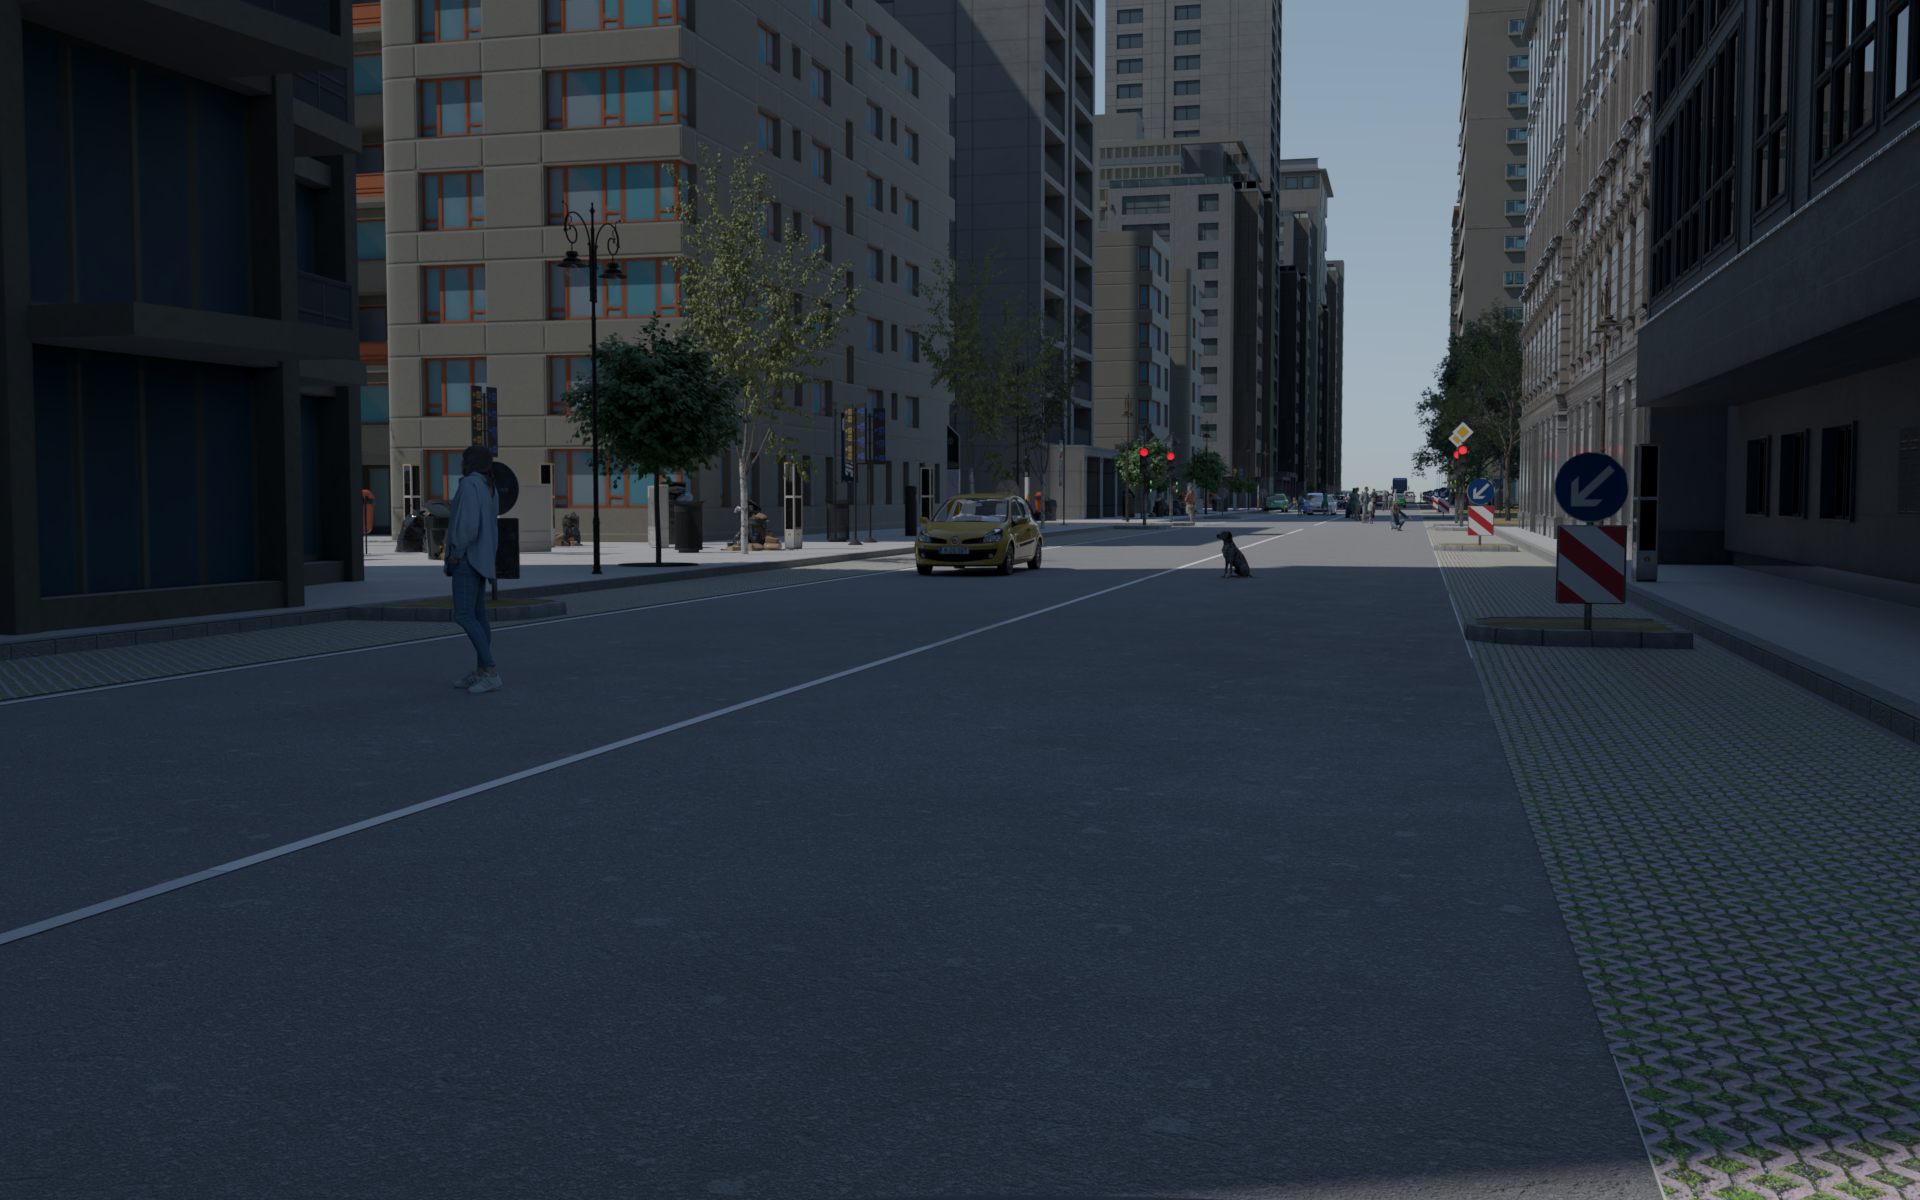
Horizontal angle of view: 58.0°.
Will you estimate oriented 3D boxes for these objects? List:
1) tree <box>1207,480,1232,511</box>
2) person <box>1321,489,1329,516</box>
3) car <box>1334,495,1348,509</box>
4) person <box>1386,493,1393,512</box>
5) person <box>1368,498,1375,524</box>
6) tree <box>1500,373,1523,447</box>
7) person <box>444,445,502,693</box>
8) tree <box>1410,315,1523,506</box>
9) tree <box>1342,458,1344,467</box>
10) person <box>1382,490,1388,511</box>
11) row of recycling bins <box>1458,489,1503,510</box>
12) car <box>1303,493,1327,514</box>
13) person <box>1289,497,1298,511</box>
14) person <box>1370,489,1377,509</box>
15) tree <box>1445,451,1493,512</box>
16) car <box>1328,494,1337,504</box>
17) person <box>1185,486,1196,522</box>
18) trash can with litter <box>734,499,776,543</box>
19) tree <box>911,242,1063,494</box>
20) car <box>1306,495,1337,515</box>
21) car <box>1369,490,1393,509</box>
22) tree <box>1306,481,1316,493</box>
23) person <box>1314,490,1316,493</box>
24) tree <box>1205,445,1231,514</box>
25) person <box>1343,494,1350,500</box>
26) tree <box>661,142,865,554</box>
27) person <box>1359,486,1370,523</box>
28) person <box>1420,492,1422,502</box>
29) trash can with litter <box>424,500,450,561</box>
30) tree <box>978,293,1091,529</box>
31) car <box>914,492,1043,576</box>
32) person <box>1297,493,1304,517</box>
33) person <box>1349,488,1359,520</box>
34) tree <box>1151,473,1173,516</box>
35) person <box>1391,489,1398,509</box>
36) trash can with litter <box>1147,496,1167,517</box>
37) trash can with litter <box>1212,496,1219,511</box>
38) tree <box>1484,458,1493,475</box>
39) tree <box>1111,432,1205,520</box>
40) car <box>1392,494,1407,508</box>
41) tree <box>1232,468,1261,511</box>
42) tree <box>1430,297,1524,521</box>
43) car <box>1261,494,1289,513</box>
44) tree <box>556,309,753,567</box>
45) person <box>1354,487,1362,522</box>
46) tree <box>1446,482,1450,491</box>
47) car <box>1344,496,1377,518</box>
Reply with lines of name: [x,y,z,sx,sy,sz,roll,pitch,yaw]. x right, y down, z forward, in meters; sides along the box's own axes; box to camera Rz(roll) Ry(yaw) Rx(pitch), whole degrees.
tree: [19.625,-8.535,134.147,1.663,3.219,1.824,0,3,0]
person: [24.147,-6.467,114.485,0.529,1.795,0.600,2,4,25]
car: [36.660,-9.505,167.980,1.945,1.354,3.894,1,4,16]
person: [35.304,-8.023,142.270,0.503,1.515,0.523,-3,5,-39]
person: [19.783,-4.291,83.337,0.352,1.250,0.332,2,4,27]
tree: [30.991,-8.708,92.744,4.360,8.622,3.978,0,3,0]
person: [-3.557,-0.243,12.744,0.793,1.790,0.793,-2,4,-33]
tree: [33.480,-11.871,111.097,9.611,12.733,9.660,0,3,0]
tree: [65.577,-21.724,305.542,4.360,8.622,3.978,0,3,0]
person: [35.431,-8.292,144.262,0.526,1.800,0.537,1,4,10]
row of recycling bins: [41.067,-7.926,136.695,3.534,1.692,1.069,2,4,26]
car: [25.945,-7.152,126.529,1.945,1.707,3.694,1,4,13]
person: [28.401,-8.137,147.031,0.738,1.151,1.012,-2,4,-30]
person: [30.981,-7.451,130.123,0.655,1.846,0.447,-2,4,-34]
tree: [37.452,-8.800,127.593,4.285,4.588,4.351,0,3,0]
car: [33.128,-8.840,156.534,2.014,1.417,4.499,1,4,16]
person: [10.798,-4.444,81.139,0.573,1.828,0.580,-1,4,-10]
trash can with litter: [-5.377,-2.098,45.686,1.055,1.170,0.624,-3,5,-44]
tree: [0.567,-6.164,51.150,4.737,8.622,4.395,0,3,0]
car: [24.799,-6.499,118.612,2.083,1.381,4.827,1,4,15]
car: [40.734,-9.720,167.599,2.281,1.827,5.304,1,4,15]
tree: [45.939,-14.188,226.566,1.663,3.219,1.824,0,3,0]
person: [29.589,-8.318,144.692,0.606,1.804,0.583,-1,4,-20]
tree: [16.023,-7.883,112.598,4.285,4.588,4.351,0,3,0]
person: [34.338,-8.671,153.455,0.628,1.438,0.799,2,4,26]
tree: [-4.436,-5.268,36.486,4.737,8.622,4.395,0,3,0]
person: [19.975,-4.698,85.407,0.391,1.810,0.635,3,5,44]
person: [75.687,-16.814,284.084,0.721,1.739,1.217,-1,4,-9]
trash can with litter: [-9.961,-1.361,33.643,0.624,1.170,1.055,-3,5,-43]
tree: [2.919,-6.937,63.783,4.360,8.622,3.978,0,3,0]
car: [0.369,-1.321,31.824,2.015,1.641,3.980,1,4,14]
person: [20.879,-5.828,106.387,0.523,1.515,0.503,1,4,10]
person: [22.100,-5.406,97.141,0.600,1.795,0.529,1,4,10]
tree: [11.463,-6.448,100.028,1.663,3.219,1.824,0,3,0]
person: [36.420,-8.361,145.084,0.818,1.842,0.514,0,4,-2]
trash can with litter: [10.825,-5.122,95.131,1.055,1.170,0.624,-3,4,-36]
trash can with litter: [19.030,-7.137,128.076,0.624,1.170,1.055,-1,4,-18]
tree: [41.142,-11.507,138.494,4.360,8.622,3.978,0,3,0]
tree: [9.294,-6.374,87.927,4.285,4.588,4.351,0,3,0]
car: [44.033,-10.132,174.452,1.959,1.807,4.718,1,4,15]
tree: [23.951,-9.147,144.159,1.663,3.219,1.824,0,3,0]
tree: [25.903,-9.061,82.563,7.601,10.594,8.767,-1,4,-14]
car: [24.502,-7.698,134.666,1.959,1.807,4.718,1,4,16]
tree: [-5.463,-2.896,31.065,4.285,4.588,4.351,0,3,0]
person: [20.769,-4.970,90.034,0.573,1.790,0.520,0,4,-4]
tree: [64.765,-14.296,228.347,1.663,3.219,1.824,0,3,0]
car: [24.149,-5.623,104.521,1.945,1.354,3.894,1,4,13]
